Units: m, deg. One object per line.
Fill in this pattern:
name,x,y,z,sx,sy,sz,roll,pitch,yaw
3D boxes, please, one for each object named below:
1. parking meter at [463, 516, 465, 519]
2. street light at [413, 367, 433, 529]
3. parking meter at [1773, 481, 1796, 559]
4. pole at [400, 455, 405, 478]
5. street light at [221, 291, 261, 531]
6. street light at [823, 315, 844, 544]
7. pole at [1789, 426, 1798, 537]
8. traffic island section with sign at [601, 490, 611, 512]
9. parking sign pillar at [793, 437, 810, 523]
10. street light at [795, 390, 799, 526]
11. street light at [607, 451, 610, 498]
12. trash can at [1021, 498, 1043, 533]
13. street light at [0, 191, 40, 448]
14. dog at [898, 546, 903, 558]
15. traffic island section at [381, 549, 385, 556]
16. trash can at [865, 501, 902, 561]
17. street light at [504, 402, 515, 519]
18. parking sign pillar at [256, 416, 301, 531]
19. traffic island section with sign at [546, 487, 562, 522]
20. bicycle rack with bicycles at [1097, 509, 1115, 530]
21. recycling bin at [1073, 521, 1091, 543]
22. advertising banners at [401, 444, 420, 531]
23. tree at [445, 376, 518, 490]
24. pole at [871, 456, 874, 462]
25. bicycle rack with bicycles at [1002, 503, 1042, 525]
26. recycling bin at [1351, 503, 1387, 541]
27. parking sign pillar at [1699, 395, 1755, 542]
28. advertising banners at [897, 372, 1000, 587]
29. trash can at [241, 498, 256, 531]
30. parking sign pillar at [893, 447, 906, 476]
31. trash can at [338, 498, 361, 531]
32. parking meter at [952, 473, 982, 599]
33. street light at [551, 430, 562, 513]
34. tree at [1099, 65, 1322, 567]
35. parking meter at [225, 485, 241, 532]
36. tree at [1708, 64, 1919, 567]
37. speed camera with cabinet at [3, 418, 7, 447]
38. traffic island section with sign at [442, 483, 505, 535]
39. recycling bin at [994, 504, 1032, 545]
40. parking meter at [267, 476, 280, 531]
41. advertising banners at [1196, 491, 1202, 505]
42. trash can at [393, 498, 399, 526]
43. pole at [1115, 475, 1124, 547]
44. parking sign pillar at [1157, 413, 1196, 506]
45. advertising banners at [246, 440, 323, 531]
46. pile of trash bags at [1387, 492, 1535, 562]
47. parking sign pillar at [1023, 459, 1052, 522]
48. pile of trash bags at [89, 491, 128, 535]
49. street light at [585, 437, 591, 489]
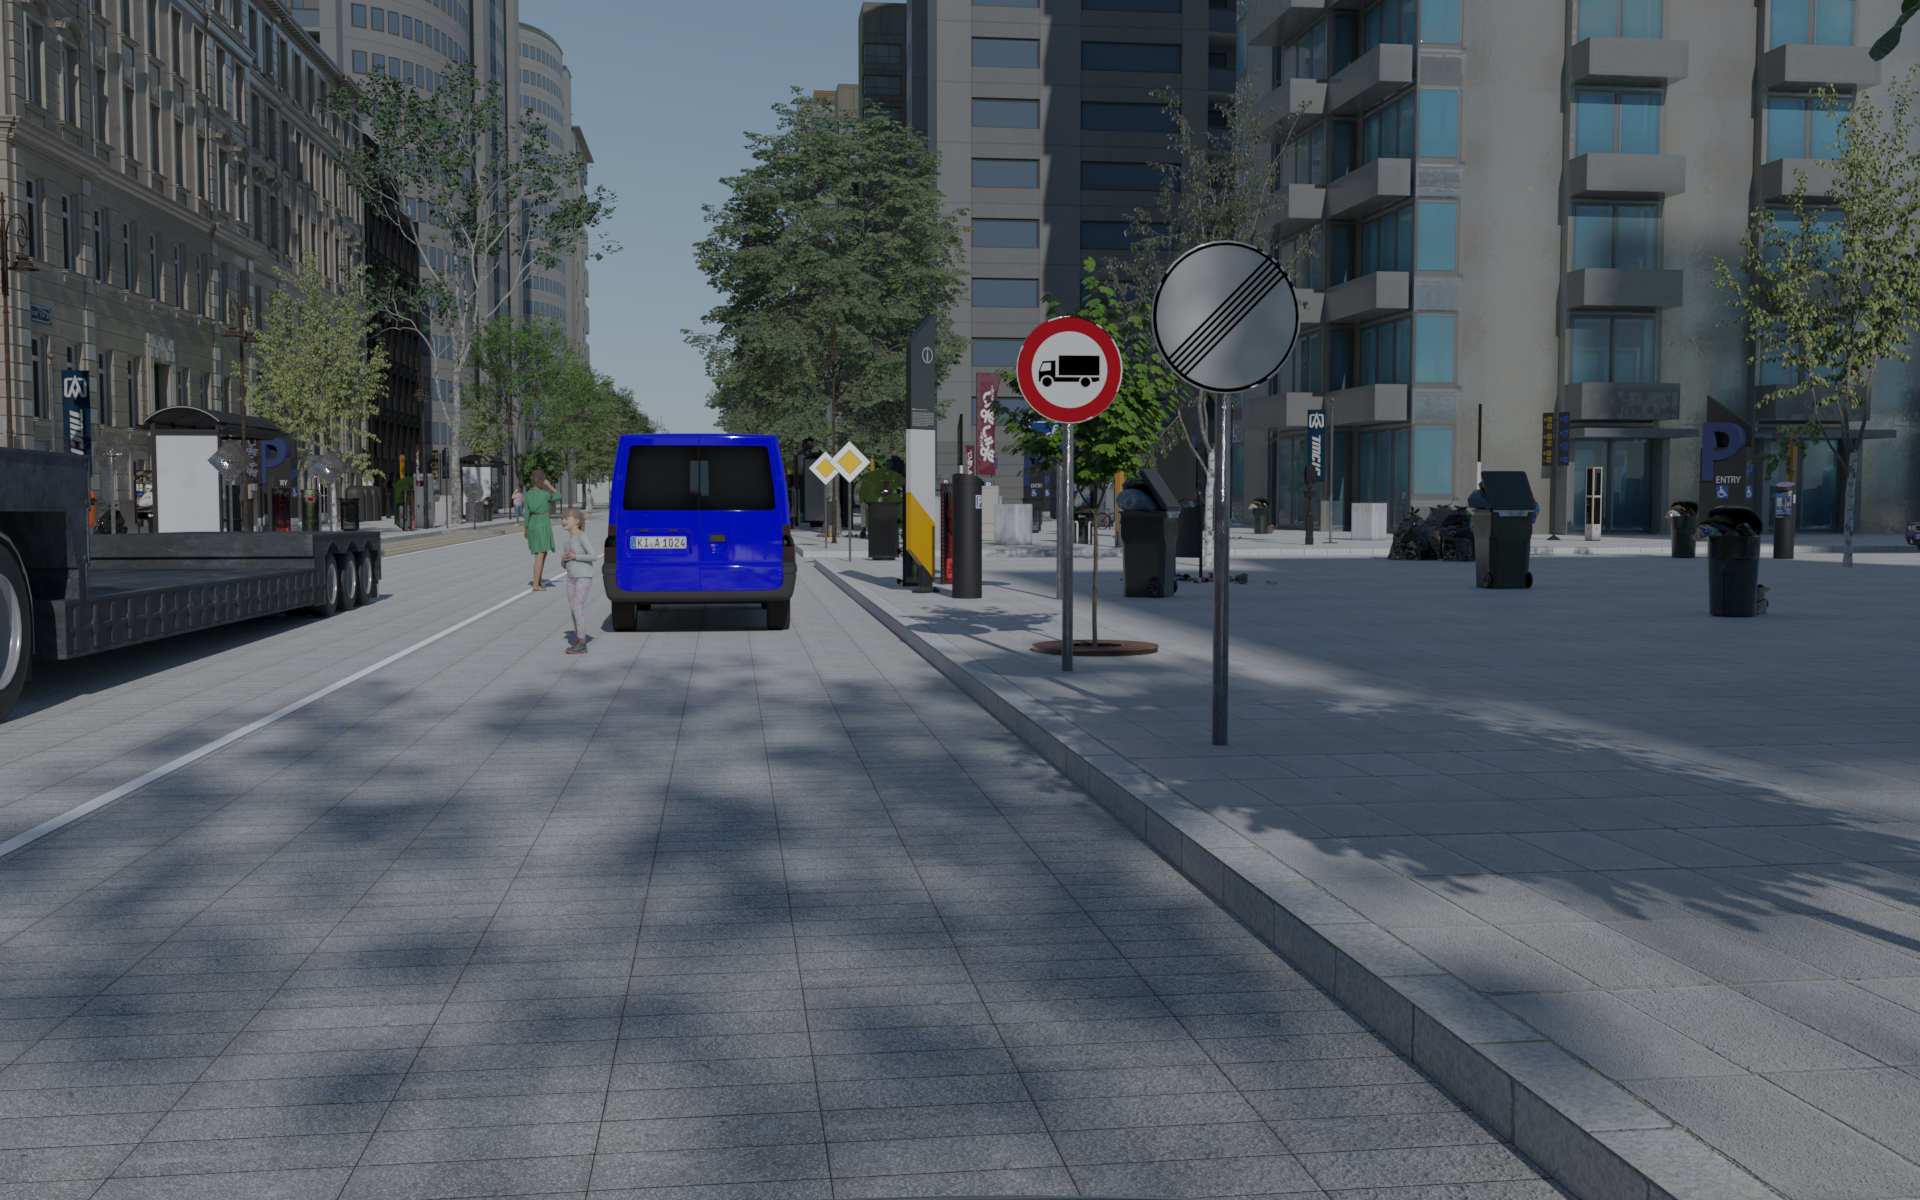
parking meter,-25.891,-4.984,89.903,0.372,1.533,0.369,0,3,0
street light,-19.580,-5.533,63.249,0.468,5.910,1.993,0,4,-8
parking meter,16.296,-1.579,34.235,0.372,1.533,0.369,0,3,0
pole,-29.578,-5.993,91.824,0.158,3.312,0.155,0,3,0
street light,-16.357,-4.082,39.529,0.468,5.910,1.993,0,4,-8
street light,-3.268,-4.406,44.819,0.468,5.910,1.993,0,4,-8
pole,24.926,-3.548,51.847,0.158,3.312,0.155,0,3,0
traffic island section with sign,-27.564,-7.913,138.009,1.989,1.847,2.006,0,4,-8
parking sign pillar,-7.114,-5.424,77.148,1.447,3.967,1.447,-1,4,-15
street light,-6.475,-5.854,68.495,0.468,5.910,1.993,0,4,-8
street light,-32.786,-11.565,161.873,0.468,5.910,1.993,0,4,-8
trash can,2.364,-2.767,56.900,0.748,1.137,0.748,0,3,0
street light,-14.638,-3.294,26.640,0.468,5.910,1.993,0,4,-8
dog,-1.377,-1.012,35.840,0.540,0.507,0.406,-1,4,-12
traffic island section,-14.275,-1.042,39.311,2.009,0.180,2.903,0,4,-8
trash can,-1.475,-1.335,33.485,0.748,1.137,0.748,0,3,0
street light,-22.712,-7.004,87.297,0.468,5.910,1.993,0,4,-8
parking sign pillar,-23.453,-4.343,59.484,1.447,3.967,1.447,1,4,11
traffic island section with sign,-20.895,-4.879,88.395,1.989,1.847,2.006,0,4,-8
bicycle rack with bicycles,6.661,-2.995,62.356,2.925,0.926,2.852,2,4,35
recycling bin,3.032,-2.048,46.036,0.722,1.027,0.722,-1,4,-14
advertising banners,-19.164,-3.934,60.511,0.090,3.025,2.074,0,3,0
tree,-30.066,-9.693,108.842,4.737,8.622,4.395,0,3,0
pole,-4.664,-6.018,92.241,0.158,3.312,0.155,0,3,0
bicycle rack with bicycles,2.312,-3.551,71.439,2.852,0.926,2.925,0,4,6
recycling bin,11.353,-2.173,48.079,0.722,1.027,0.722,-3,5,-44
parking sign pillar,20.738,-3.570,46.846,1.447,3.967,1.447,-3,4,-37
advertising banners,-0.119,-1.736,24.566,0.090,3.025,2.074,3,5,44
trash can,-23.335,-2.738,56.418,0.748,1.137,0.748,0,3,0
parking sign pillar,-1.941,-4.695,65.243,1.447,3.967,1.447,3,5,44
trash can,-20.812,-2.900,59.067,0.748,1.137,0.748,0,3,0
parking meter,0.087,-0.790,21.328,0.372,1.533,0.369,0,3,0
street light,-25.866,-8.420,110.451,0.468,5.910,1.993,0,4,-8
tree,4.401,-4.907,30.600,4.360,8.622,3.978,0,3,0
parking meter,-19.548,-2.336,46.603,0.372,1.533,0.369,0,3,0
tree,15.608,-4.896,30.410,4.737,8.622,4.395,0,3,0
speed camera with cabinet,-25.520,-3.093,44.911,2.038,3.252,0.660,0,4,-7
traffic island section with sign,-17.294,-3.245,61.681,1.989,1.847,2.006,0,4,-8
recycling bin,1.346,-1.908,43.745,0.722,1.027,0.722,3,4,37
parking meter,-22.853,-3.180,57.701,0.255,1.863,0.399,1,4,11
advertising banners,10.566,-5.004,78.003,0.090,3.025,2.074,2,4,25
trash can,-22.383,-3.536,69.467,0.748,1.137,0.748,0,3,0
pole,3.835,-2.922,41.611,0.158,3.312,0.155,0,3,0
parking sign pillar,7.222,-4.244,57.869,1.447,3.967,1.447,3,4,39
advertising banners,-18.151,-3.069,46.362,2.074,3.025,0.090,-3,4,-36
pile of trash bags,10.166,-1.495,34.192,3.447,1.369,1.912,-2,4,-35
parking sign pillar,3.587,-5.660,81.017,1.447,3.967,1.447,3,5,42
pile of trash bags,-20.953,-1.942,41.509,1.912,1.369,3.447,-2,4,-26
street light,-29.706,-10.148,138.708,0.468,5.910,1.993,0,4,-8
